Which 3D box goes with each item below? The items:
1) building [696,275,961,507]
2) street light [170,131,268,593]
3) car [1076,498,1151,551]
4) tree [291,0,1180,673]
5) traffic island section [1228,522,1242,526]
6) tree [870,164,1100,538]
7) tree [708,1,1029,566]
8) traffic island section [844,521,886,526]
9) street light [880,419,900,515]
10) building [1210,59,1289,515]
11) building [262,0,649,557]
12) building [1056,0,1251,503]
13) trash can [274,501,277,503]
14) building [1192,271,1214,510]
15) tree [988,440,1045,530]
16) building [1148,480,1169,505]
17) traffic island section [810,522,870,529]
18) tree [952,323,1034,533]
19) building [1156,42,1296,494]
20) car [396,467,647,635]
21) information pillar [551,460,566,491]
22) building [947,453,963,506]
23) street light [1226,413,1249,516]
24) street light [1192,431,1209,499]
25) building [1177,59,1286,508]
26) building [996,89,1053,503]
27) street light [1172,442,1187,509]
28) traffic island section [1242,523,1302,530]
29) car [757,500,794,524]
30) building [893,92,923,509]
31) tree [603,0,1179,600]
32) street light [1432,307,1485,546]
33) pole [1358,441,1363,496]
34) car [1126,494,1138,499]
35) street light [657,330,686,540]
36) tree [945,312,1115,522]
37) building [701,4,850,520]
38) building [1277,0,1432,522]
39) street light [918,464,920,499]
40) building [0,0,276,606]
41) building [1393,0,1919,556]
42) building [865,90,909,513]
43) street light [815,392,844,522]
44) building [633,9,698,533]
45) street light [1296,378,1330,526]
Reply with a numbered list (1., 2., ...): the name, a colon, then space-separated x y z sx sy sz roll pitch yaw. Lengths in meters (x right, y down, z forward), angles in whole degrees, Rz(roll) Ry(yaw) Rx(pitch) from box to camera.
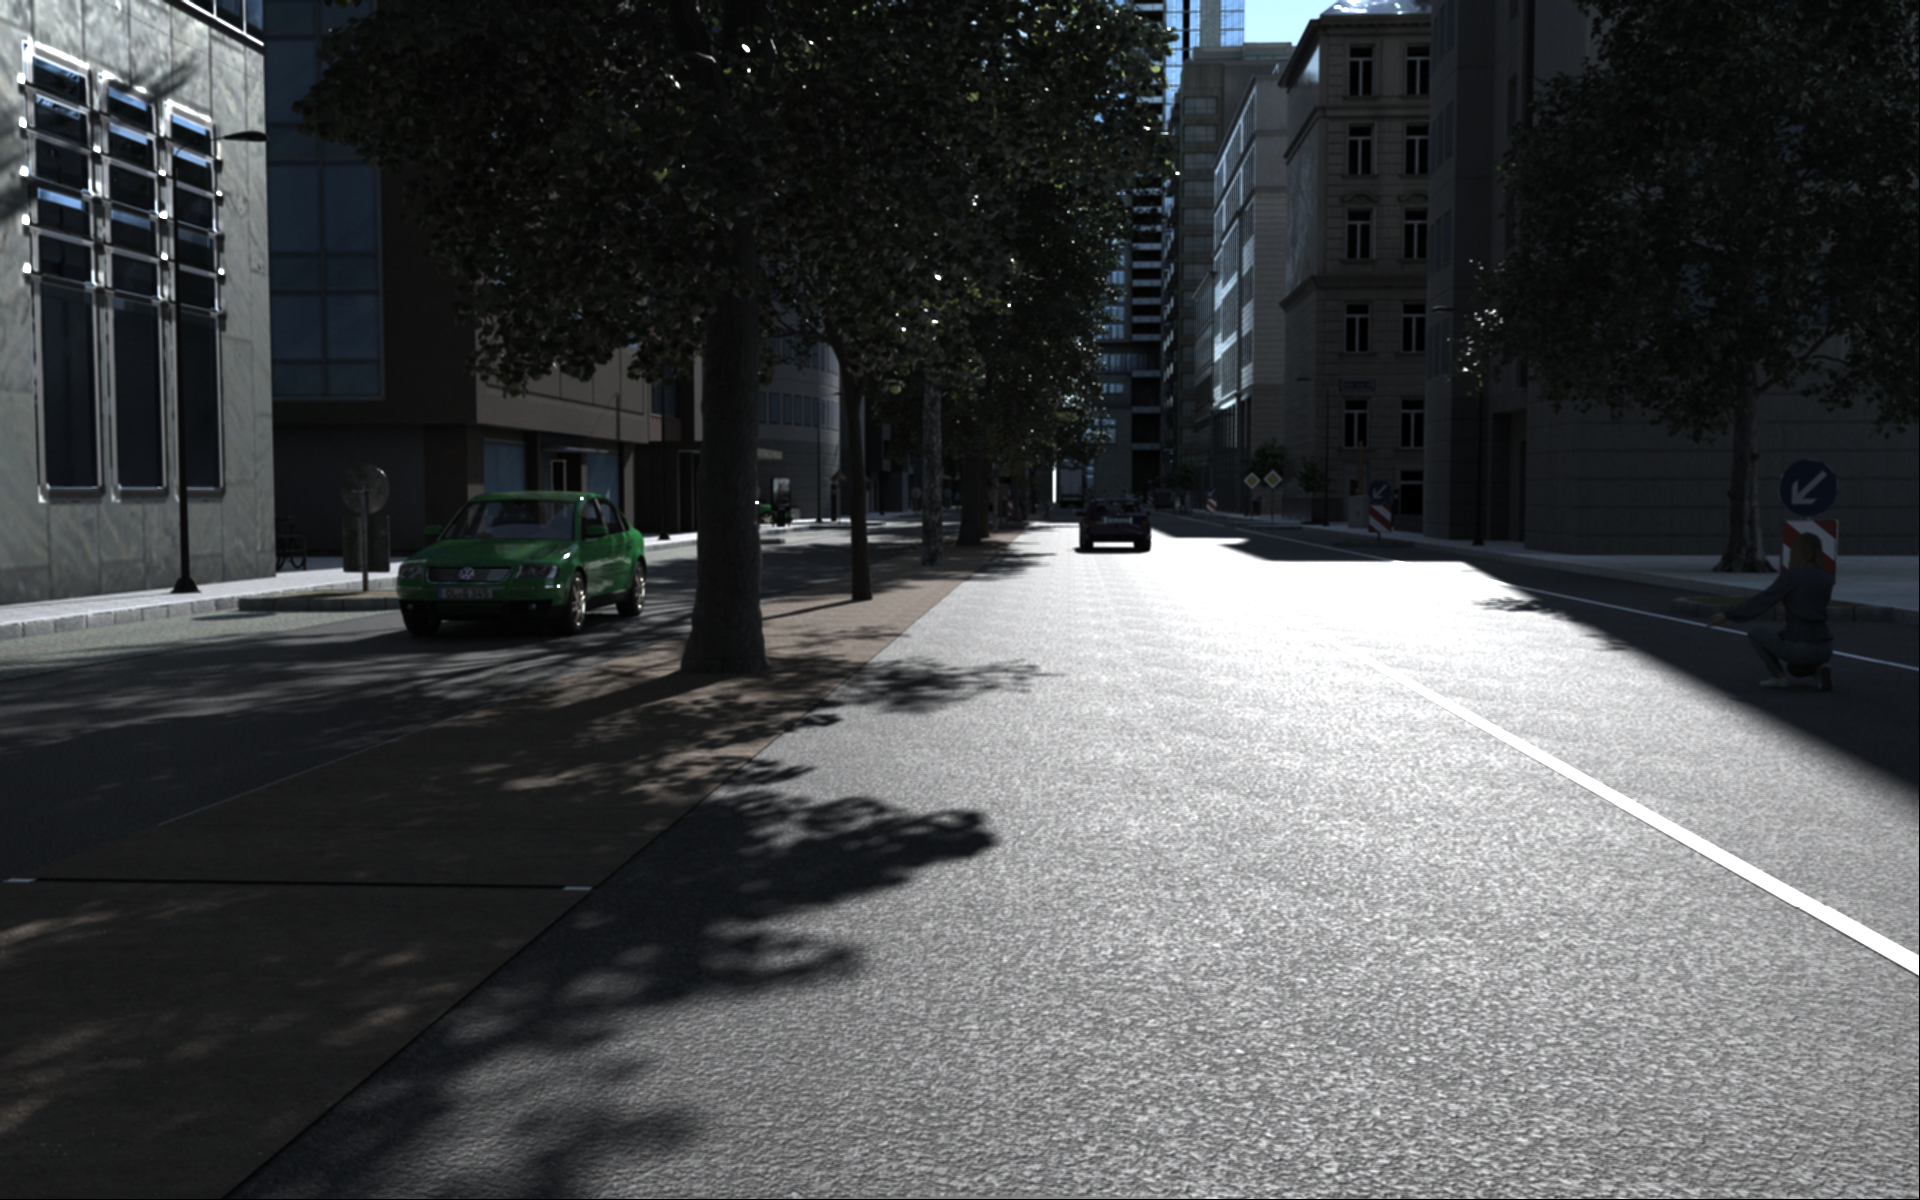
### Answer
1. building: -11.437 -31.456 168.929 22.147 44.769 28.867 0 4 4
2. street light: -9.550 -3.046 22.351 1.470 5.913 1.316 0 4 4
3. car: 4.025 -1.998 45.254 1.945 1.354 3.894 0 4 2
4. tree: -1.914 -6.400 13.759 9.857 13.997 8.962 0 3 0
5. traffic island section: 13.207 -3.427 78.312 2.009 0.180 2.903 0 4 4
6. tree: 0.666 -8.306 56.388 7.486 12.596 7.792 0 3 0
7. tree: -1.715 -10.800 34.931 12.611 20.169 13.585 0 3 0
8. traffic island section: -4.500 -3.495 79.425 2.009 0.180 2.903 0 4 4
9. street light: -4.218 -8.136 105.567 1.470 5.913 1.316 0 4 4
10. building: 24.108 -20.902 119.233 11.434 29.767 29.804 0 4 4
11. building: -16.088 -23.899 40.857 14.600 45.320 14.200 0 4 4
12. building: 29.404 -57.128 246.716 31.000 86.520 22.319 0 4 4
13. trash can: -13.924 -1.386 34.311 0.748 1.137 0.748 0 3 0
14. building: 24.718 -18.003 143.500 9.793 20.994 18.267 0 4 4
15. tree: 1.386 -7.026 67.696 4.737 8.622 4.395 0 3 0
16. building: 39.953 -32.039 215.726 32.217 40.220 23.993 0 4 4
17. traffic island section: -5.000 -3.008 71.456 2.009 0.180 2.903 0 4 4
18. tree: 1.307 -6.742 63.052 4.360 8.622 3.978 0 3 0
19. building: 33.890 -34.798 188.557 23.786 49.044 30.456 0 4 4
20. car: -4.693 -0.626 19.031 1.959 1.807 4.718 0 4 2
21. information pillar: -8.641 -2.008 37.325 0.304 2.012 0.304 -1 4 -9
22. building: -6.337 -25.637 190.859 14.160 30.474 14.107 0 4 4
23. street light: 15.975 -7.778 99.717 1.470 5.913 1.316 0 4 4
24. street light: 17.682 -9.444 126.958 1.470 5.913 1.316 0 4 4
25. building: 28.027 -29.559 166.889 14.154 41.232 14.086 0 4 4
26. building: -0.667 -43.169 247.819 28.212 58.520 21.231 0 4 4
27. street light: 19.413 -11.044 153.104 1.470 5.913 1.316 0 4 4
28. traffic island section: 12.706 -2.940 70.342 2.009 0.180 2.903 0 4 4
29. car: -9.614 -4.073 75.382 4.718 1.807 1.959 0 4 3
30. building: -10.120 -28.134 143.581 14.154 41.232 14.086 0 4 4
31. tree: -1.276 -5.292 23.395 8.767 10.594 7.601 0 4 4
32. street light: 12.398 -4.315 43.092 1.470 5.913 1.316 0 4 4
33. pole: 15.348 -4.439 66.413 0.158 3.312 0.155 0 3 0
34. car: 16.142 -9.518 164.414 1.959 1.807 4.718 0 4 3
35. street light: -7.763 -4.640 48.402 1.470 5.913 1.316 0 4 4
36. tree: 2.589 -9.947 82.102 9.611 12.733 9.660 0 3 0
37. building: -17.225 -33.654 92.237 21.231 58.520 28.212 0 4 4
38. building: 28.508 -17.476 82.989 25.104 27.353 12.463 0 4 4
39. street light: -2.582 -9.735 131.708 1.470 5.913 1.316 0 4 4
40. building: -20.692 -42.606 9.285 22.319 86.520 31.000 0 4 4
41. building: 24.247 -30.941 47.885 21.231 58.520 28.212 0 4 4
42. building: -11.280 -21.418 121.883 14.160 30.474 14.107 0 4 4
43. street light: -5.930 -6.528 79.271 1.470 5.913 1.316 0 4 4
44. building: -22.311 -24.763 59.504 28.867 44.769 22.147 0 4 4
45. street light: 14.104 -5.909 69.147 1.470 5.913 1.316 0 4 4
